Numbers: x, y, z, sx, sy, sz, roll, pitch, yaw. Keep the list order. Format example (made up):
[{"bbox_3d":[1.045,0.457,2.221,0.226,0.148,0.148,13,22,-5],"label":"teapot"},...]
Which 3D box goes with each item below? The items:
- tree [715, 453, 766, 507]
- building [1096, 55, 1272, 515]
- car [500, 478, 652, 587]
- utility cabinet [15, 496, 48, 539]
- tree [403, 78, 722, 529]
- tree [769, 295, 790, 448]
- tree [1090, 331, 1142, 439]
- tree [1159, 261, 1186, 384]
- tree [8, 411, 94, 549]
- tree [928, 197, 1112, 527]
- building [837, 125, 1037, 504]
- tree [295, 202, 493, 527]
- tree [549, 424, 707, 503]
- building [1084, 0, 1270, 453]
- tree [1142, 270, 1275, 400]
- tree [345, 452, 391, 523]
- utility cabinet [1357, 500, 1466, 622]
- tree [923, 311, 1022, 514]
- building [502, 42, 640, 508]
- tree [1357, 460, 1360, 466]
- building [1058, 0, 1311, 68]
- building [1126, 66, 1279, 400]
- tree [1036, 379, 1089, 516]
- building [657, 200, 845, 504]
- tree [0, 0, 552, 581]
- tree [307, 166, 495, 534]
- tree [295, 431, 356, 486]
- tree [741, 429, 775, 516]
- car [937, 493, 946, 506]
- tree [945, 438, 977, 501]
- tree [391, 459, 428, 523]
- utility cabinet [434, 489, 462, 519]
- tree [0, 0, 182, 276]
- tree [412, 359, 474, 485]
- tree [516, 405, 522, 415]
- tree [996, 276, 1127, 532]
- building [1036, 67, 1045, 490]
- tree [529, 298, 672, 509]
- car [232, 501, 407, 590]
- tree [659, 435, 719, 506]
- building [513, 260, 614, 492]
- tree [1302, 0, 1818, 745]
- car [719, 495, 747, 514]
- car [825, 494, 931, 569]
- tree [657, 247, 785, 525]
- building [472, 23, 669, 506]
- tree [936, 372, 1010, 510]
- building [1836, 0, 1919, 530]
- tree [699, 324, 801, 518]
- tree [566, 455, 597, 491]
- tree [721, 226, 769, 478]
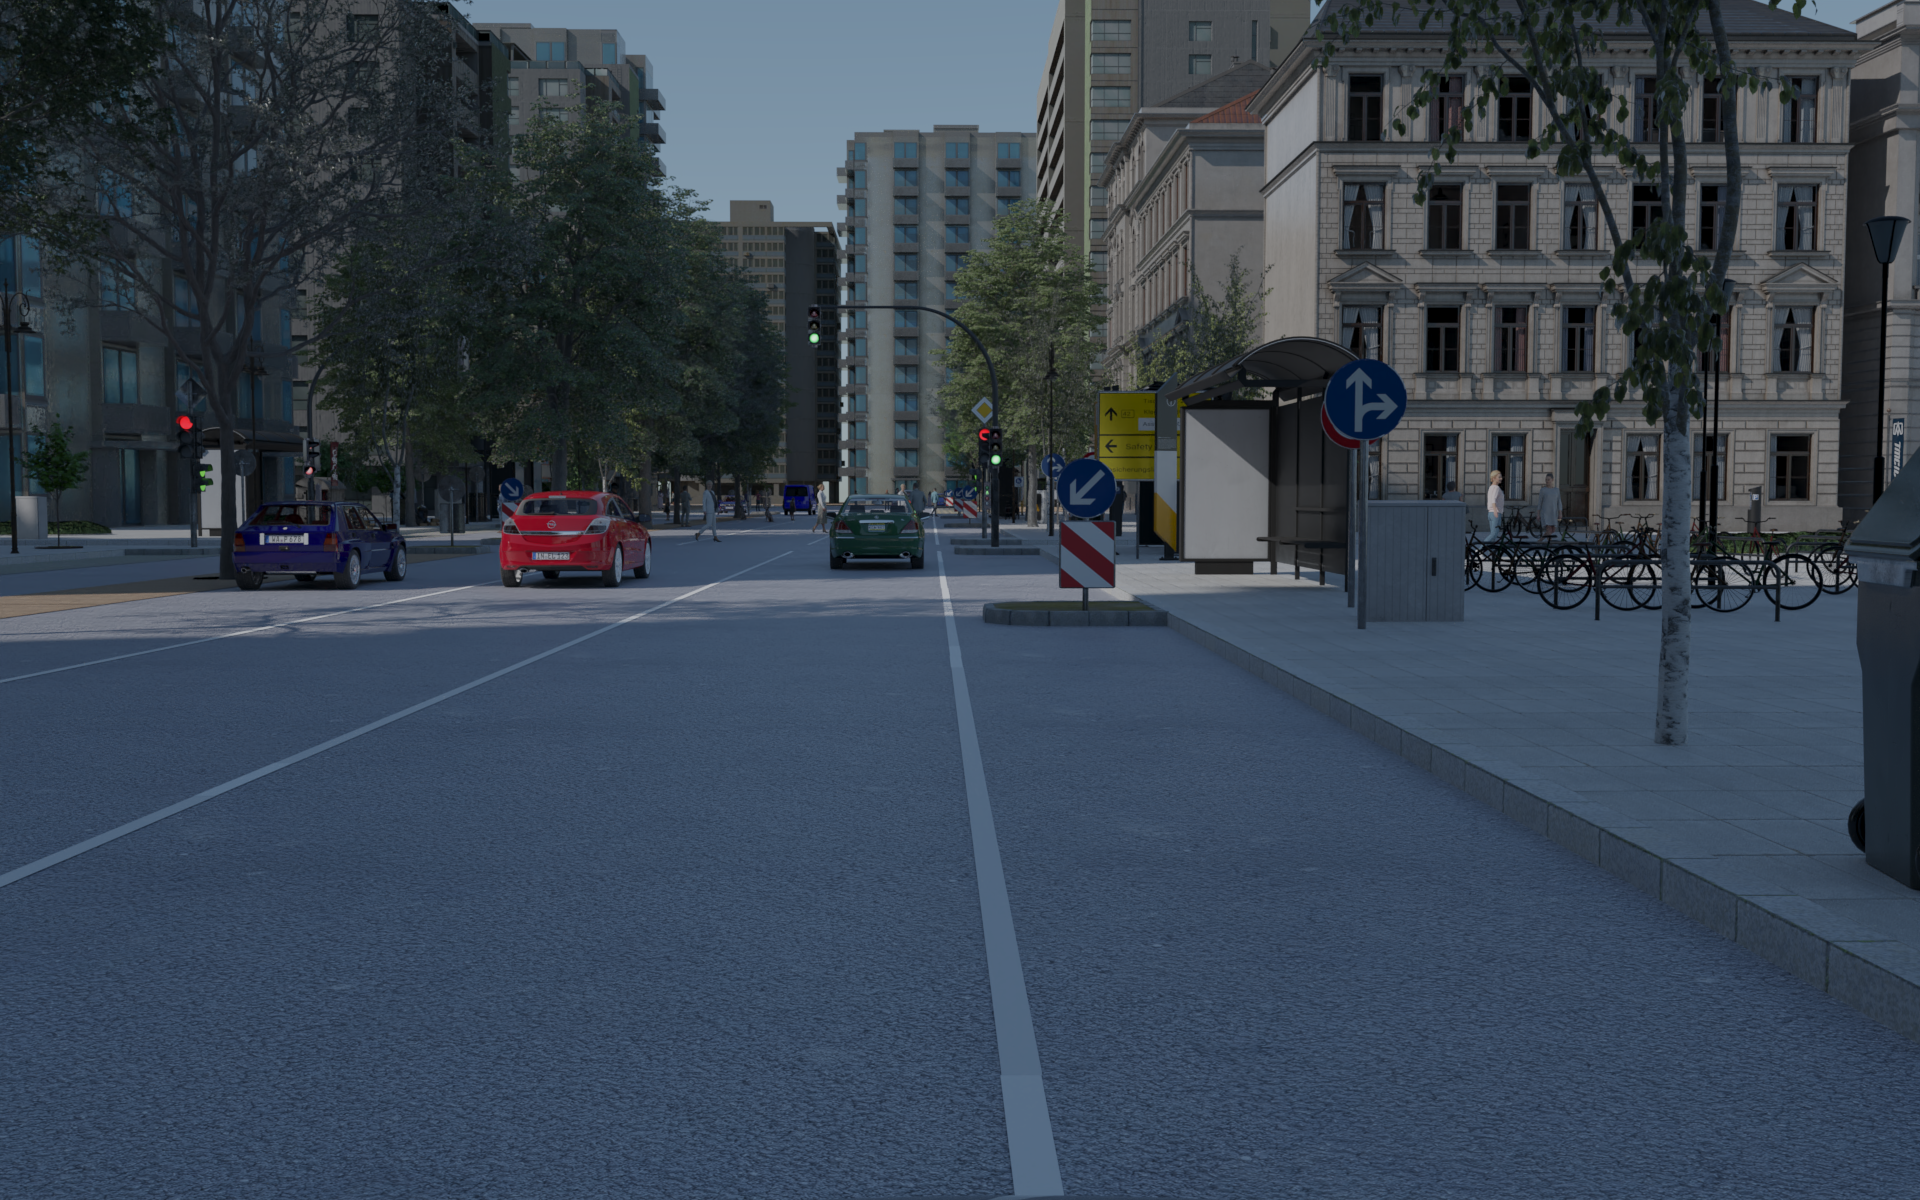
[{"bbox_3d":[-24.031,-15.583,171.788,9.611,12.733,9.660,0,3,0],"label":"tree"},{"bbox_3d":[16.884,-19.950,113.570,14.401,28.519,23.554,0,4,-1],"label":"building"},{"bbox_3d":[-6.163,-1.167,28.126,2.155,1.783,4.494,0,4,-1],"label":"car"},{"bbox_3d":[-26.401,-2.331,49.276,1.020,1.237,0.306,2,4,29],"label":"utility cabinet"},{"bbox_3d":[-12.672,-8.879,54.282,9.857,13.997,8.962,0,3,0],"label":"tree"},{"bbox_3d":[-13.486,-11.237,92.832,9.857,13.997,8.962,0,3,0],"label":"tree"},{"bbox_3d":[8.219,-7.679,75.914,4.737,8.622,4.395,0,3,0],"label":"tree"},{"bbox_3d":[7.743,-6.225,52.134,4.360,8.622,3.978,0,3,0],"label":"tree"},{"bbox_3d":[-21.139,-2.818,40.672,1.663,3.219,1.824,0,3,0],"label":"tree"},{"bbox_3d":[2.461,-9.103,66.957,7.486,12.596,7.792,0,3,0],"label":"tree"},{"bbox_3d":[-0.623,-37.170,227.330,30.456,49.044,23.786,0,4,-1],"label":"building"},{"bbox_3d":[-21.929,-9.130,67.406,7.486,12.596,7.792,0,3,0],"label":"tree"},{"bbox_3d":[-21.995,-12.001,113.218,9.611,12.733,9.660,0,3,0],"label":"tree"},{"bbox_3d":[16.999,-28.003,141.437,14.154,41.232,14.086,0,4,-1],"label":"building"},{"bbox_3d":[8.656,-6.564,57.681,4.737,8.622,4.395,0,3,0],"label":"tree"},{"bbox_3d":[-28.495,-5.365,82.324,1.663,3.219,1.824,0,3,0],"label":"tree"},{"bbox_3d":[4.561,-0.388,17.500,1.020,1.237,0.306,0,4,-3],"label":"utility cabinet"},{"bbox_3d":[2.419,-12.260,110.824,12.009,13.543,11.850,0,3,0],"label":"tree"},{"bbox_3d":[-37.621,-29.130,159.877,14.154,41.232,14.086,0,4,-1],"label":"building"},{"bbox_3d":[7.709,-2.670,38.249,1.663,3.219,1.824,0,3,0],"label":"tree"},{"bbox_3d":[19.414,-32.762,159.358,21.300,48.544,21.600,0,4,-1],"label":"building"},{"bbox_3d":[15.622,-15.582,90.915,11.583,22.565,21.152,0,4,-1],"label":"building"},{"bbox_3d":[5.987,-9.164,100.195,4.737,8.622,4.395,0,3,0],"label":"tree"},{"bbox_3d":[-27.924,-33.021,231.777,23.993,40.220,32.217,0,4,-1],"label":"building"},{"bbox_3d":[-12.162,-7.069,28.404,12.009,13.543,11.850,0,3,0],"label":"tree"},{"bbox_3d":[-12.317,-5.199,37.822,4.360,8.622,3.978,0,3,0],"label":"tree"},{"bbox_3d":[-33.272,-6.567,91.080,4.285,4.588,4.351,0,3,0],"label":"tree"},{"bbox_3d":[-13.466,-9.628,110.237,4.737,8.622,4.395,0,3,0],"label":"tree"},{"bbox_3d":[-1.808,-10.595,182.823,1.945,1.707,3.694,0,4,0],"label":"car"},{"bbox_3d":[0.630,-15.147,198.018,4.737,8.622,4.395,0,3,0],"label":"tree"},{"bbox_3d":[-27.181,-5.538,85.148,1.663,3.219,1.824,0,3,0],"label":"tree"},{"bbox_3d":[-22.595,-4.146,76.466,0.318,1.500,1.173,3,5,42],"label":"utility cabinet"},{"bbox_3d":[-11.515,-4.887,16.775,8.767,10.594,7.601,0,4,-1],"label":"tree"},{"bbox_3d":[-27.569,-8.723,92.983,4.737,8.622,4.395,0,3,0],"label":"tree"},{"bbox_3d":[-21.367,-8.595,90.883,4.737,8.622,4.395,0,3,0],"label":"tree"},{"bbox_3d":[3.209,-6.627,58.719,4.360,8.622,3.978,0,3,0],"label":"tree"},{"bbox_3d":[19.276,-34.114,181.470,21.300,48.544,21.600,0,4,-1],"label":"building"},{"bbox_3d":[-12.680,-6.667,61.828,4.737,8.622,4.395,0,3,0],"label":"tree"},{"bbox_3d":[-9.999,-0.901,27.313,1.945,1.354,3.894,0,4,-2],"label":"car"},{"bbox_3d":[-23.112,-12.658,141.378,8.767,10.594,7.601,0,4,-2],"label":"tree"},{"bbox_3d":[-44.343,-17.974,138.907,27.650,21.520,28.899,0,4,-1],"label":"building"},{"bbox_3d":[3.429,-3.567,8.688,4.360,8.622,3.978,0,3,0],"label":"tree"},{"bbox_3d":[-16.777,-7.060,128.016,1.945,1.354,3.894,0,4,1],"label":"car"},{"bbox_3d":[-1.640,-1.391,34.545,2.131,1.459,4.920,0,4,-2],"label":"car"},{"bbox_3d":[-13.299,-10.287,81.022,12.009,13.543,11.850,0,3,0],"label":"tree"},{"bbox_3d":[-46.302,-34.242,179.467,30.456,49.044,23.786,0,4,-1],"label":"building"},{"bbox_3d":[1.771,-13.074,139.520,9.928,11.665,9.643,0,3,0],"label":"tree"},{"bbox_3d":[42.990,-13.616,64.427,24.055,21.916,13.314,0,4,-1],"label":"building"},{"bbox_3d":[-13.224,-11.101,102.082,7.486,12.596,7.792,0,3,0],"label":"tree"},{"bbox_3d":[-27.160,-8.530,123.180,4.285,4.588,4.351,0,3,0],"label":"tree"},{"bbox_3d":[-12.753,-9.815,69.582,9.857,13.997,8.962,0,3,0],"label":"tree"}]
